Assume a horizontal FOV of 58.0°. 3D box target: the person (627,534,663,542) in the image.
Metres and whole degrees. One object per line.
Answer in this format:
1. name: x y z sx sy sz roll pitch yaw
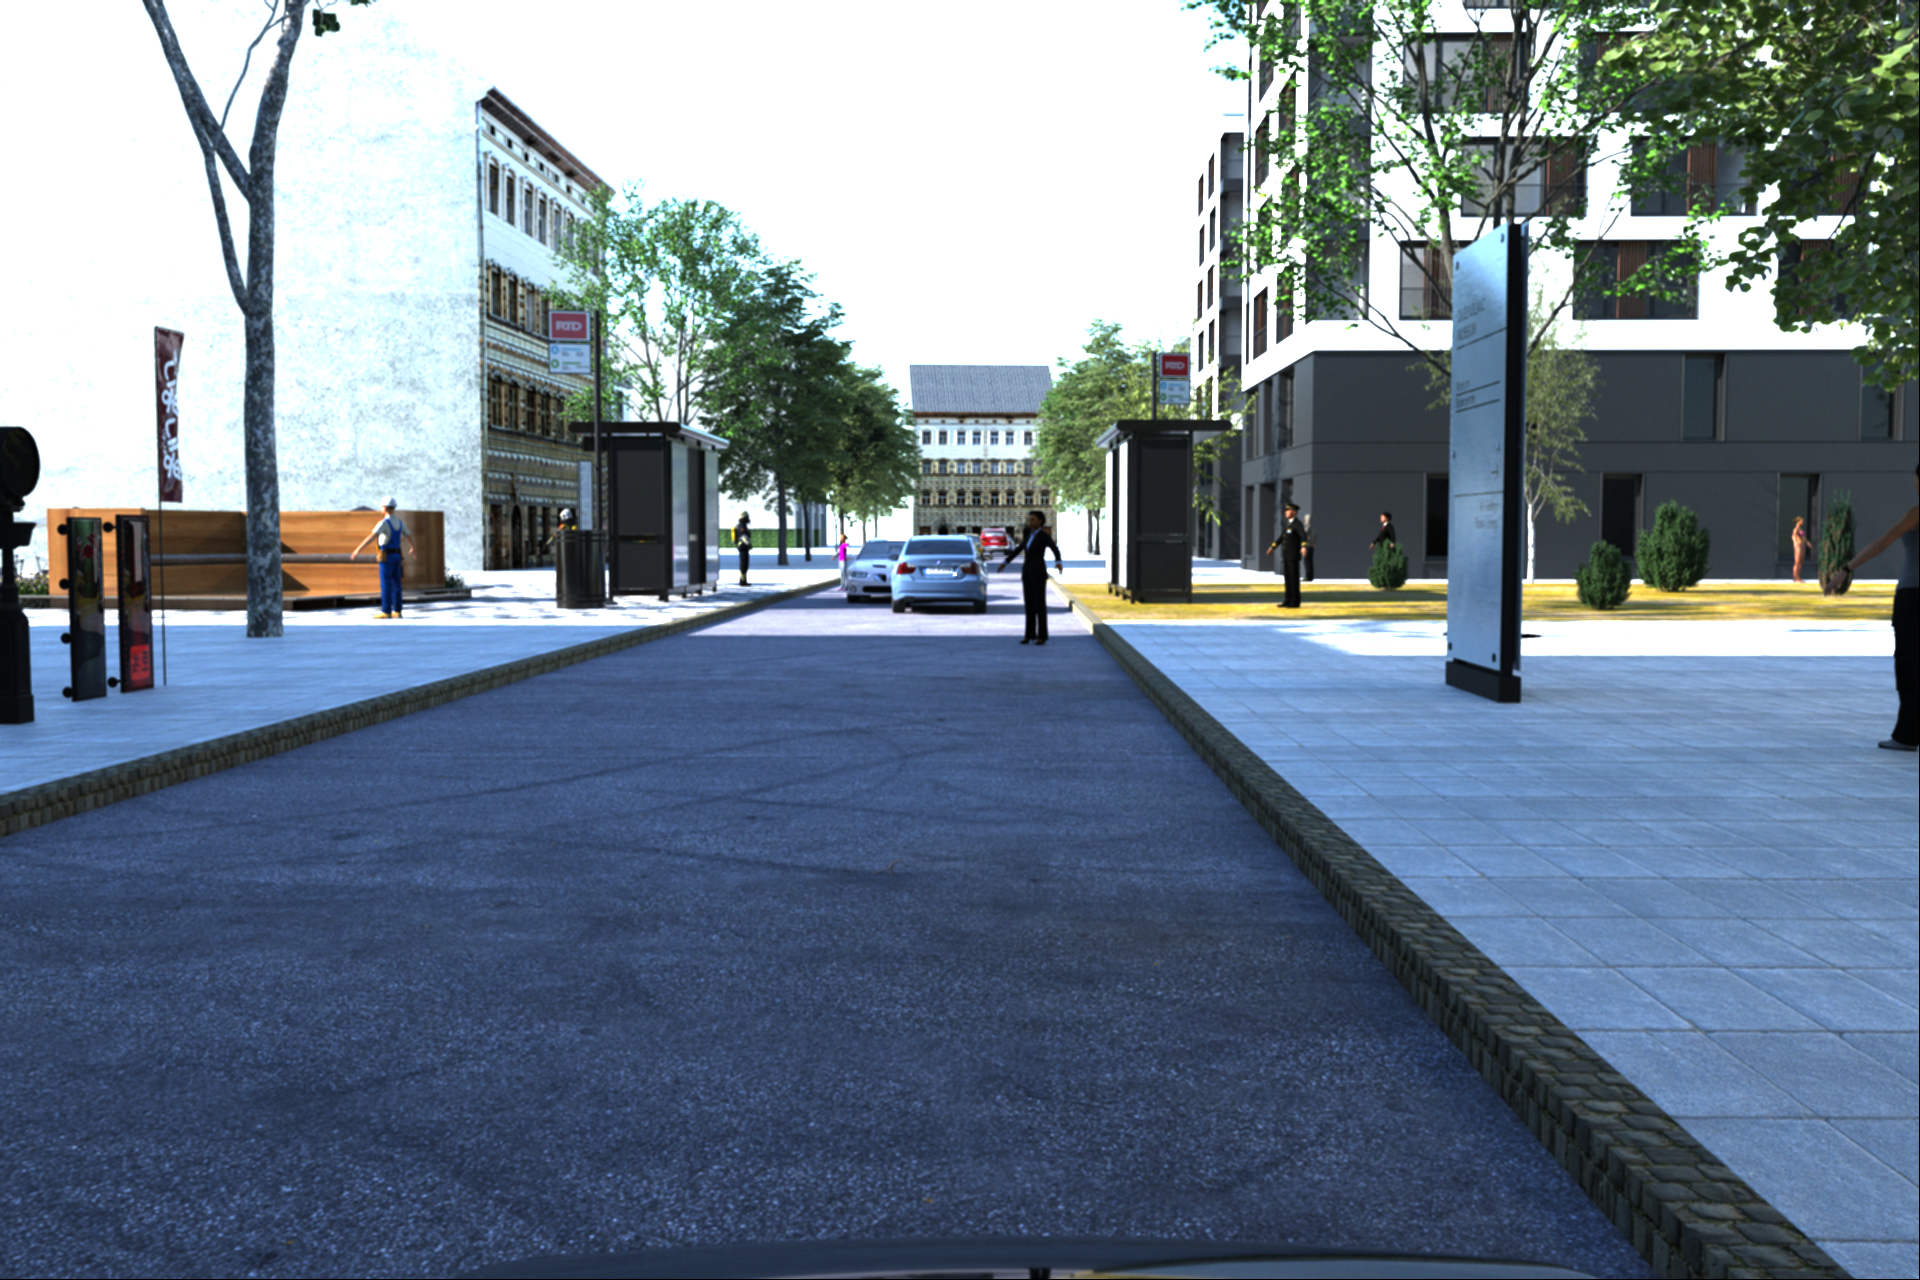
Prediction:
1. person: -7.450 -2.115 41.044 1.216 1.772 0.721 -3 5 -43

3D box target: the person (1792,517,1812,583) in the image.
1. person: 22.290 -2.388 45.840 0.721 1.733 1.217 3 5 42

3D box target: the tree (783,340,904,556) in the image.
1. tree: -7.125 -11.260 102.223 7.486 12.596 7.792 0 3 0

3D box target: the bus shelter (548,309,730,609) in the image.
1. bus shelter: -6.230 -3.431 33.734 2.179 5.291 8.768 0 4 1

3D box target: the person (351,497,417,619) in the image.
1. person: -8.695 -1.254 26.354 0.705 1.847 1.347 2 4 24

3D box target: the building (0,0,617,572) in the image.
1. building: -25.133 -14.486 67.777 19.493 23.208 18.063 0 4 2

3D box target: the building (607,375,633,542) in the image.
1. building: -22.165 -9.253 93.428 9.099 9.664 28.070 0 4 1

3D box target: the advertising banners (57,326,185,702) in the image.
1. advertising banners: -6.757 -1.096 14.104 0.090 3.025 2.074 0 4 1

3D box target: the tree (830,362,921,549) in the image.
1. tree: -6.247 -12.035 114.906 7.486 12.596 7.792 0 3 0

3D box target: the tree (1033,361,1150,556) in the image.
1. tree: 8.143 -10.847 103.098 9.928 11.665 9.643 0 3 0

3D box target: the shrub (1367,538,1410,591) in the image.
1. shrub: 9.685 -1.714 39.146 1.383 1.207 1.383 0 3 0

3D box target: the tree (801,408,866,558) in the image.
1. tree: -6.762 -8.734 93.169 4.737 8.622 4.395 0 3 0

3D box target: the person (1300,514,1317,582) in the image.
1. person: 9.322 -2.468 46.472 0.705 1.813 1.348 2 4 32

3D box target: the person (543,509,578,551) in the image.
1. person: -9.224 -2.128 40.566 0.705 1.858 1.354 2 4 29

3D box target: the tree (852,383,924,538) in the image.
1. tree: -6.359 -12.956 129.956 7.486 12.596 7.792 0 3 0

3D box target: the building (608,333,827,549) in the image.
1. building: -22.731 -18.448 168.086 16.747 18.905 31.486 0 4 1

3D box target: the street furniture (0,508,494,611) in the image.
1. street furniture: -13.610 -1.634 33.564 11.010 1.723 9.812 1 4 13

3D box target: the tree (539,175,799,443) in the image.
1. tree: -8.241 -7.624 50.400 9.928 11.665 9.643 0 3 0

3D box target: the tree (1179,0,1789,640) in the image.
1. tree: 6.592 -5.850 21.406 9.928 11.665 9.643 0 3 0

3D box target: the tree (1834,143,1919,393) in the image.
1. tree: 15.635 -4.700 27.205 4.737 8.622 4.395 0 3 0

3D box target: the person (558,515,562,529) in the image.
1. person: -10.579 -2.468 46.493 0.704 1.843 1.345 0 4 6

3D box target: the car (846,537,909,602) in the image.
1. car: -1.406 -1.560 37.860 2.083 1.381 4.827 0 4 2

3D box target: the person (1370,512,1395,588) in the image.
1. person: 10.202 -2.167 41.616 0.705 1.806 1.347 0 4 -8

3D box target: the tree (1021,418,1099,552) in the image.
1. tree: 9.613 -13.115 124.794 12.009 13.543 11.850 0 3 0

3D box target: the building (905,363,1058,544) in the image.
1. building: 2.454 -23.800 222.507 18.063 23.208 19.493 0 4 -4

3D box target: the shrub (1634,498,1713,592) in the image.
1. shrub: 15.751 -2.097 38.320 1.661 2.075 1.752 0 3 0

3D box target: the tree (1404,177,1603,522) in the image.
1. tree: 11.569 -5.234 35.936 4.360 8.622 3.978 0 3 0

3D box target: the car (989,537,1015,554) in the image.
1. car: 2.953 -6.881 124.502 2.014 1.417 4.499 0 4 0

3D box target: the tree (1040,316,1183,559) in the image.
1. tree: 7.874 -10.562 90.809 7.486 12.596 7.792 0 3 0

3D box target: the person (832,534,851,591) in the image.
1. person: -3.000 -1.964 43.841 0.599 1.433 0.991 -2 4 -28

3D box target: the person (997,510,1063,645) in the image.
1. person: 0.920 -0.812 22.453 0.721 1.740 1.216 -3 5 -39

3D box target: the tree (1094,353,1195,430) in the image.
1. tree: 7.692 -7.397 71.306 4.737 8.622 4.395 0 3 0

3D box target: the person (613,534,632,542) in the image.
1. person: -11.477 -3.278 59.814 1.346 1.802 0.704 1 4 13

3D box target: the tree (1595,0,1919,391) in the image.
1. tree: 6.209 -5.460 7.396 7.486 12.596 7.792 0 3 0

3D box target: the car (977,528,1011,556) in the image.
1. car: 2.251 -6.512 115.140 2.281 1.827 5.304 0 4 1

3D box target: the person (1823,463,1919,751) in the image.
1. person: 5.719 -0.217 10.356 1.217 1.737 0.721 -1 4 -14

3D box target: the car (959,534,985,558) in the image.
1. car: 0.520 -5.733 103.965 2.015 1.641 3.980 0 4 1

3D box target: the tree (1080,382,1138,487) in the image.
1. tree: 7.699 -8.170 83.941 4.360 8.622 3.978 0 3 0

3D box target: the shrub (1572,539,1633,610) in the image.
1. shrub: 10.927 -1.121 29.446 1.383 1.207 1.383 0 3 0

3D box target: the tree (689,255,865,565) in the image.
1. tree: -7.495 -9.329 70.663 7.486 12.596 7.792 0 3 0

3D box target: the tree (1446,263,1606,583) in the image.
1. tree: 15.066 -5.797 45.144 4.360 8.622 3.978 0 3 0

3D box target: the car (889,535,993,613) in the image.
1. car: -0.368 -1.272 32.794 2.014 1.417 4.499 0 4 0

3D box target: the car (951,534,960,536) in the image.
1. car: 0.046 -6.489 117.894 2.131 1.459 4.920 0 4 2

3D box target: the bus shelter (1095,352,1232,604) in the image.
1. bus shelter: 3.993 -3.564 35.902 2.179 5.291 8.768 0 4 1

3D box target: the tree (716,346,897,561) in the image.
1. tree: -7.164 -8.998 81.523 8.767 10.594 7.601 -1 4 -9

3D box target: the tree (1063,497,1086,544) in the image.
1. tree: 15.304 -16.456 219.409 4.360 8.622 3.978 0 3 0

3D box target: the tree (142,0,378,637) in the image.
1. tree: -9.893 -10.159 21.981 12.611 20.169 13.585 0 3 0

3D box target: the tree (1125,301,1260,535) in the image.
1. tree: 6.988 -6.373 54.557 4.737 8.622 4.395 0 3 0

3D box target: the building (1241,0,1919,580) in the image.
1. building: 24.121 -13.457 63.989 27.936 21.610 32.646 0 4 1

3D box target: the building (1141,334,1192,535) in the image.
1. building: 26.820 -20.449 165.263 19.493 23.208 18.063 0 4 2

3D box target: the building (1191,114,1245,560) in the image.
1. building: 27.173 -15.686 100.441 27.936 21.610 32.646 0 4 2

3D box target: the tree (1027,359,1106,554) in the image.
1. tree: 7.983 -11.893 112.572 7.486 12.596 7.792 0 3 0

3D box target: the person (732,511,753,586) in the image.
1. person: -5.277 -2.248 42.534 0.705 1.856 1.354 -1 4 -12

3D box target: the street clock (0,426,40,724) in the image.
1. street clock: -6.433 -0.437 11.709 0.358 2.002 0.471 0 4 1

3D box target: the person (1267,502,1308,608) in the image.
1. person: 5.757 -1.483 30.184 0.705 1.837 1.347 -1 4 -17

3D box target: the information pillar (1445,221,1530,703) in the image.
1. information pillar: 4.207 -1.380 13.877 0.184 3.620 1.656 0 4 2
